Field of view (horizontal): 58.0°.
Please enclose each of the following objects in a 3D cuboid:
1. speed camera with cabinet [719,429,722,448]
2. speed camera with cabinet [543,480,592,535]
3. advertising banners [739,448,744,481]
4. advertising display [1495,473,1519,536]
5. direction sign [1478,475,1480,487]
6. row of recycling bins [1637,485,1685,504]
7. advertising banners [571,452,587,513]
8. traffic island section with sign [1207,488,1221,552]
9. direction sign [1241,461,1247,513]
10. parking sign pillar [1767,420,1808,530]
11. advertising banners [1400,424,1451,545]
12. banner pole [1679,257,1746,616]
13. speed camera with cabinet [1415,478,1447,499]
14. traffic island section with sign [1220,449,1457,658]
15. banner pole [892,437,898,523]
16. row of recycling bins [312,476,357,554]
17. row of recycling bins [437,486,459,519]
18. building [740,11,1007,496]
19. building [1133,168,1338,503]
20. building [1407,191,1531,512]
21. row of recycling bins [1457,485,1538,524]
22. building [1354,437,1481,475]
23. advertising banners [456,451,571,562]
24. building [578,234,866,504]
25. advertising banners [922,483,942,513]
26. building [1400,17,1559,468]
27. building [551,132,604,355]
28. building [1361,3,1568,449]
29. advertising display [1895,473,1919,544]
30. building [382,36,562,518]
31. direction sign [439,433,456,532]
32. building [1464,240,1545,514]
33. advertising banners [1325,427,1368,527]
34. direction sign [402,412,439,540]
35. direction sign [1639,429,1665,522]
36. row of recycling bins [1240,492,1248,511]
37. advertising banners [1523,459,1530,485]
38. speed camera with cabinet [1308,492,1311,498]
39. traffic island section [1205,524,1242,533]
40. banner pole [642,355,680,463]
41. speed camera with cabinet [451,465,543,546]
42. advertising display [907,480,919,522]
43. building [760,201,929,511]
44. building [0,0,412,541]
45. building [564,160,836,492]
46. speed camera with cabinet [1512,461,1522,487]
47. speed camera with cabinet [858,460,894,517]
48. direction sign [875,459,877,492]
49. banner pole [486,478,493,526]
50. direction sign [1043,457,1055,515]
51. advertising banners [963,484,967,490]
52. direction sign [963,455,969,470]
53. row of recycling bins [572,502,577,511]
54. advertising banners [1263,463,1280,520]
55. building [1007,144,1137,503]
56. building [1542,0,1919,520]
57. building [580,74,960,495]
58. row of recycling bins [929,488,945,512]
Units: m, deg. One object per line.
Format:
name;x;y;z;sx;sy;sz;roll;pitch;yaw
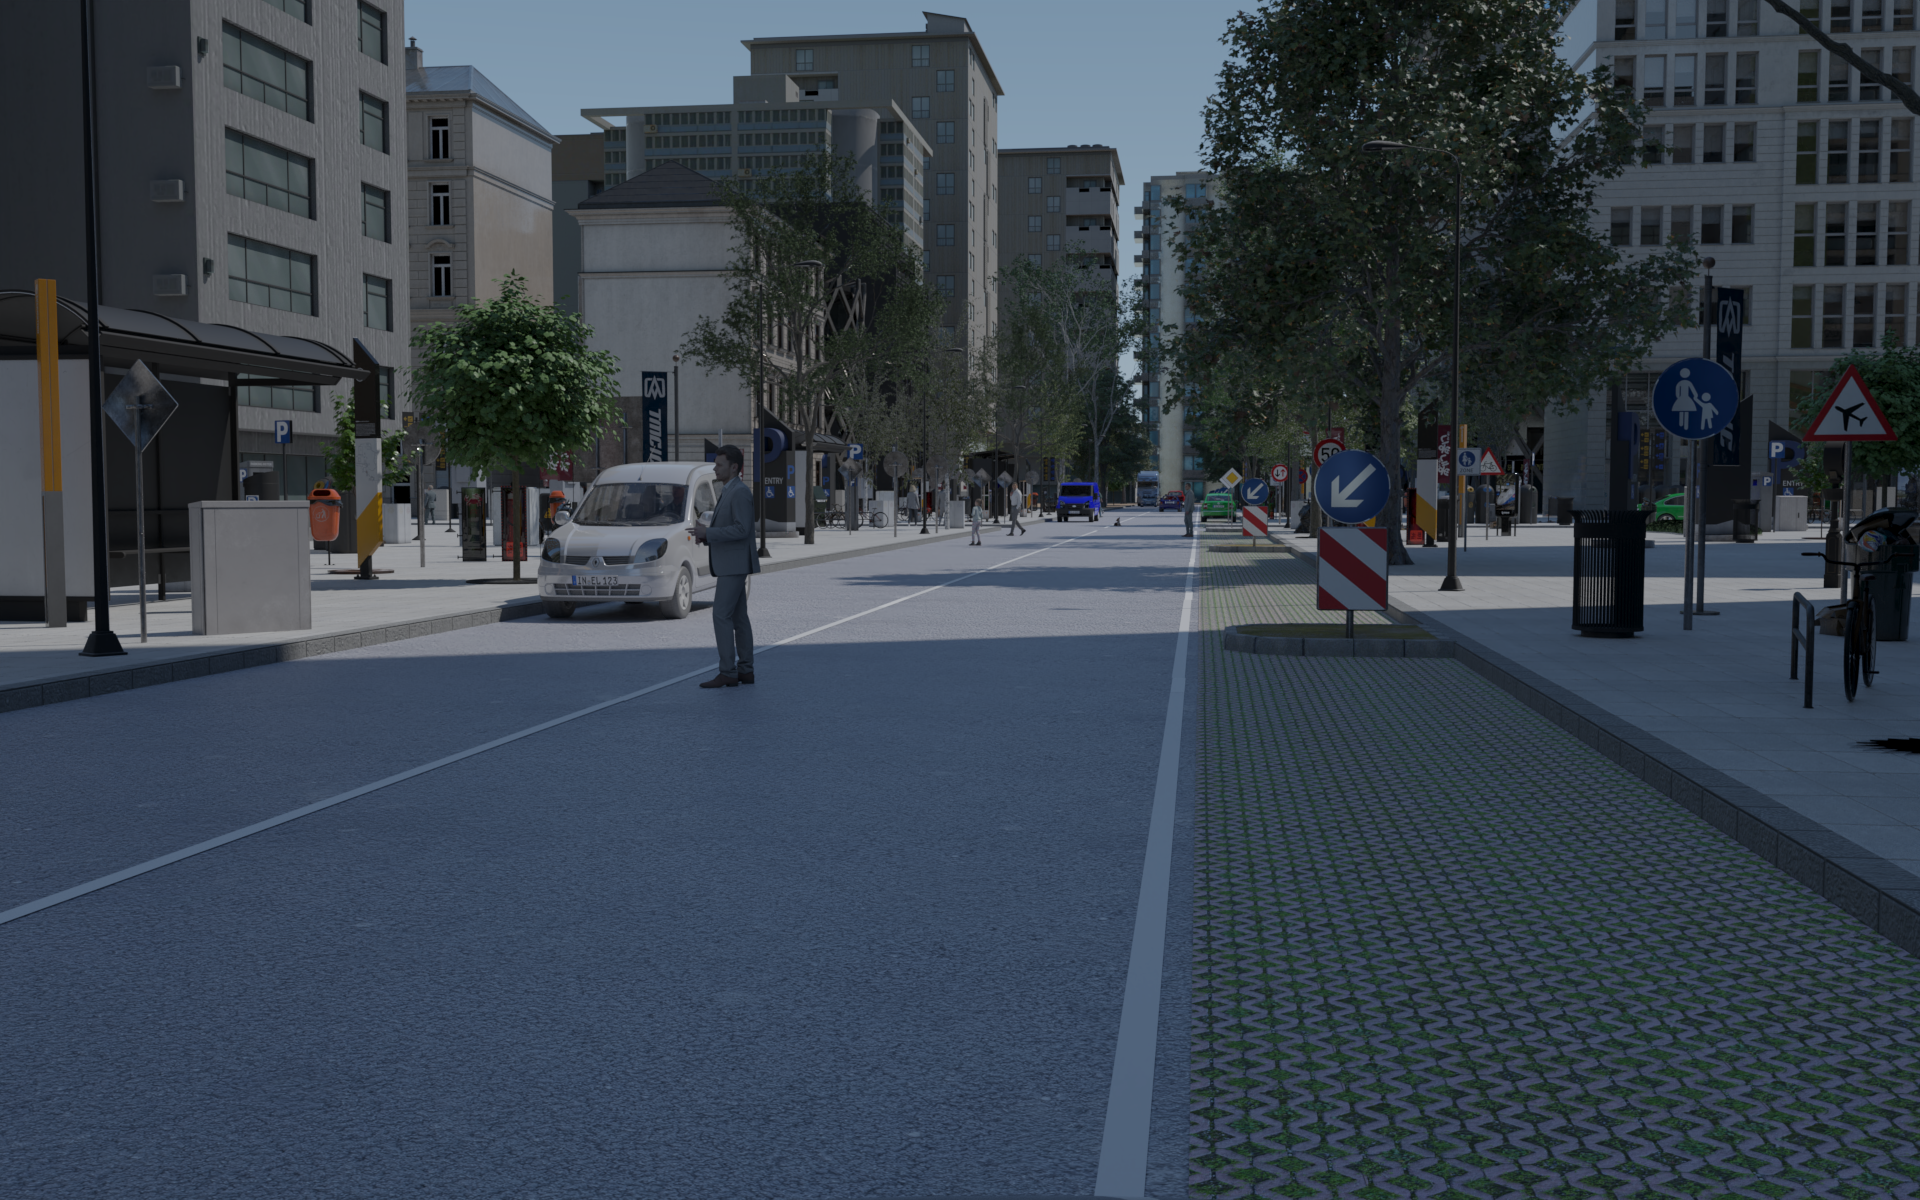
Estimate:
speed camera with cabinet;-7.872;-3.589;53.011;0.660;3.252;2.038;-3;5;-42
speed camera with cabinet;-12.324;-3.685;54.579;2.038;3.252;0.660;1;4;12
advertising banners;-8.888;-4.332;67.017;0.090;3.025;2.074;-3;4;-38
advertising display;16.689;-2.915;52.866;0.123;1.923;0.974;-1;4;-20
direction sign;29.993;-6.613;100.123;0.379;3.537;0.876;1;4;13
row of recycling bins;30.776;-4.268;76.887;3.534;1.692;1.069;-1;4;-21
advertising banners;-7.446;-2.391;35.284;2.074;3.025;0.090;1;4;23
traffic island section with sign;7.195;-2.104;43.031;1.989;1.847;2.006;0;4;8
direction sign;19.549;-7.772;119.066;0.379;3.537;0.876;2;4;28
parking sign pillar;29.876;-4.529;62.522;1.447;3.967;1.447;1;4;16
advertising banners;11.434;-2.893;43.493;2.074;3.025;0.090;0;4;-6
banner pole;8.089;-1.742;18.491;0.863;3.779;0.401;-2;4;-32
speed camera with cabinet;25.727;-6.101;94.090;0.660;3.252;2.038;-3;4;-38
traffic island section with sign;3.464;-0.456;16.086;1.989;1.847;2.006;0;4;8
banner pole;-2.859;-5.277;76.291;0.401;3.779;0.863;-1;4;-20
row of recycling bins;-13.754;-1.931;38.677;1.069;1.692;3.534;-2;4;-28
row of recycling bins;-26.018;-5.102;90.534;1.069;1.692;3.534;1;4;22
building;-10.120;-37.339;199.723;27.495;52.752;28.713;0;4;8
building;41.009;-38.871;255.154;30.456;49.044;23.786;0;4;8
building;42.220;-19.358;134.528;12.078;24.808;19.932;0;4;8
row of recycling bins;23.103;-4.141;74.824;3.534;1.692;1.069;0;4;1
building;52.436;-33.521;198.180;14.600;45.320;14.200;0;4;8
advertising banners;-8.514;-2.246;32.905;2.074;3.025;0.090;0;4;-3
building;-15.107;-15.368;118.714;16.820;18.784;16.811;0;4;8
advertising banners;-2.055;-7.056;111.549;2.074;3.025;0.090;-1;4;-14
building;45.688;-28.736;153.424;14.154;41.232;14.086;0;4;8
building;-45.233;-34.323;211.292;14.200;45.320;14.600;0;4;8
building;53.432;-52.672;173.863;22.319;86.520;31.000;0;4;8
advertising display;20.008;-1.900;36.271;0.123;1.923;0.974;-1;4;-16
building;-37.096;-18.496;99.669;25.104;27.353;12.463;0;4;8
direction sign;-17.085;-4.034;57.948;0.876;3.537;0.379;0;4;-7
building;42.301;-15.179;115.626;16.820;18.784;16.811;0;4;8
advertising banners;10.478;-2.985;44.993;2.074;3.025;0.090;2;4;29
direction sign;-15.021;-3.423;47.968;0.379;3.537;0.876;3;5;40
direction sign;24.129;-4.188;60.463;0.876;3.537;0.379;0;4;-3
row of recycling bins;23.017;-7.911;136.458;1.069;1.692;3.534;2;4;29
advertising banners;27.807;-5.523;86.491;0.090;3.025;2.074;-1;4;-16
speed camera with cabinet;30.518;-9.305;146.470;2.038;3.252;0.660;-1;4;-15
traffic island section;10.311;-2.648;65.578;2.009;0.180;2.903;0;4;8
banner pole;-5.316;-2.515;31.145;0.863;3.779;0.401;-2;4;-23
speed camera with cabinet;-11.486;-2.964;42.796;2.038;3.252;0.660;1;4;10
advertising display;-2.127;-4.489;78.613;0.123;1.923;0.974;2;4;23
building;-9.832;-18.976;139.929;12.332;23.373;15.834;0;4;8
building;-23.601;-16.863;47.413;14.107;30.474;14.160;0;4;8
building;-14.319;-14.421;100.408;10.561;19.102;19.286;0;4;8
speed camera with cabinet;33.123;-6.679;103.543;0.660;3.252;2.038;2;4;27
speed camera with cabinet;-4.618;-6.225;96.120;2.038;3.252;0.660;-1;4;-23
direction sign;-4.738;-6.475;97.861;0.379;3.537;0.876;-1;4;-10
banner pole;-19.058;-4.865;69.552;0.863;3.779;0.401;1;4;18
direction sign;5.450;-6.967;105.903;0.876;3.537;0.379;3;5;41
advertising banners;0.658;-6.575;103.683;0.090;3.025;2.074;2;4;30
direction sign;0.632;-6.640;100.554;0.876;3.537;0.379;1;4;13
row of recycling bins;-12.209;-3.161;58.801;1.069;1.692;3.534;-3;5;-41
advertising banners;15.722;-5.573;87.302;0.090;3.025;2.074;-1;4;-17
building;12.507;-41.064;260.639;27.495;52.752;28.713;0;4;8
building;46.123;-18.970;87.651;29.804;29.767;11.434;0;4;8
building;-16.552;-28.924;164.793;32.217;40.220;23.993;0;4;8
row of recycling bins;-1.810;-7.132;123.716;1.069;1.692;3.534;-2;4;-33
